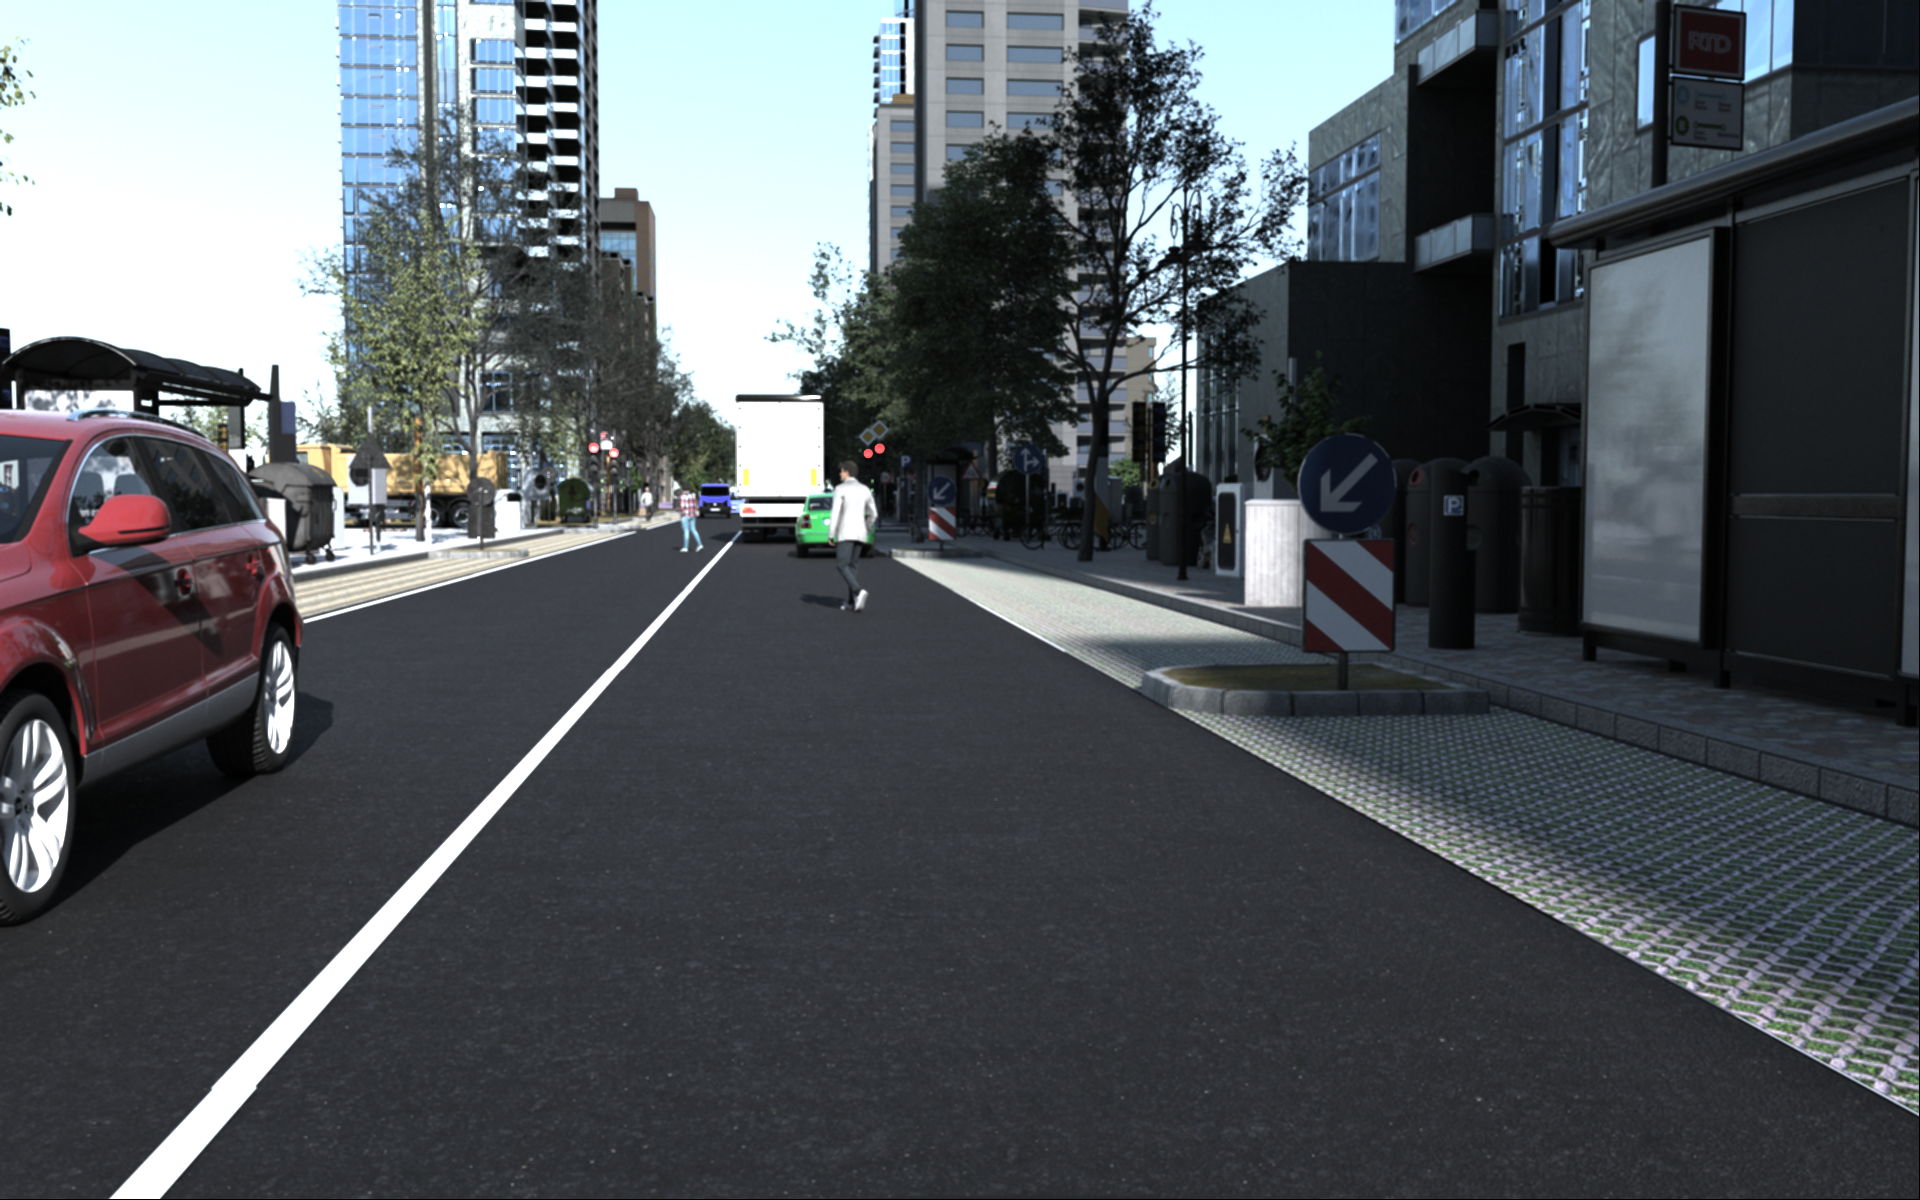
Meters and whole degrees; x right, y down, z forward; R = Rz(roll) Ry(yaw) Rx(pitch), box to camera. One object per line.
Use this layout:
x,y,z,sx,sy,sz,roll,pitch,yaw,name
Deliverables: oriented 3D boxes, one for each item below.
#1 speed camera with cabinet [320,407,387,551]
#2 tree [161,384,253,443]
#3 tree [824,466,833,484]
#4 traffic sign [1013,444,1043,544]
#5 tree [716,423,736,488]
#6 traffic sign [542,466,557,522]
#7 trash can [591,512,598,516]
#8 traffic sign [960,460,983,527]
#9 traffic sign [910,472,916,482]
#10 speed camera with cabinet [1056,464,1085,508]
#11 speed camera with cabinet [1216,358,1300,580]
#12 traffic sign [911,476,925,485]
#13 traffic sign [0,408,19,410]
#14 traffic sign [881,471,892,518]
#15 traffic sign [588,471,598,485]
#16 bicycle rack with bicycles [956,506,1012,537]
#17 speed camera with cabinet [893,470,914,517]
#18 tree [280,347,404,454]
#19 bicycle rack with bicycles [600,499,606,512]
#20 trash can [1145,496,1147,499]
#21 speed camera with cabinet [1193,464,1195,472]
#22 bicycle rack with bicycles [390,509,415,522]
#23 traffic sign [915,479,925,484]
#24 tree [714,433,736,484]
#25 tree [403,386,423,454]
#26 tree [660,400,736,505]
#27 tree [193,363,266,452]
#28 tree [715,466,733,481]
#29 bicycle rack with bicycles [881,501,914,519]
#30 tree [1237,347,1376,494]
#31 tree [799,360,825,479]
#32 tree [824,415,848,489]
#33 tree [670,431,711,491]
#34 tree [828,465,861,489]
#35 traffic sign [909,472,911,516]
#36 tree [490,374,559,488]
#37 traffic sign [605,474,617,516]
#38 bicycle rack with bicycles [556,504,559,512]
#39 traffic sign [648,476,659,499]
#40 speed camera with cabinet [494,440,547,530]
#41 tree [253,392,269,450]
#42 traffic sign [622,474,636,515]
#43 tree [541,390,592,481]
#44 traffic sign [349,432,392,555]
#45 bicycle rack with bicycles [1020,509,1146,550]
-14.055,-2.744,39.206,2.038,3.252,0.660,1,4,11,speed camera with cabinet
-45.907,-9.407,104.161,4.360,8.622,3.978,0,3,0,tree
-24.131,-22.777,290.526,7.486,12.596,7.792,0,3,0,tree
1.749,-2.718,44.550,0.768,2.556,0.104,0,4,3,traffic sign
-41.240,-24.379,305.258,9.857,13.997,8.962,0,3,0,tree
-18.852,-4.852,79.437,0.768,2.556,0.104,0,4,2,traffic sign
-21.567,-5.508,101.703,0.748,1.137,0.748,0,3,0,trash can
0.424,-4.011,65.579,0.884,2.594,0.081,0,4,3,traffic sign
-2.530,-6.132,100.357,0.768,2.556,0.104,0,4,-1,traffic sign
7.157,-7.307,113.809,2.038,3.252,0.660,-1,4,-15,speed camera with cabinet
4.478,-1.929,25.871,0.660,3.252,2.038,-1,4,-15,speed camera with cabinet
-2.439,-6.096,99.669,0.884,2.594,0.081,0,4,-1,traffic sign
-11.498,-1.133,20.648,0.606,2.300,0.079,0,4,-6,traffic sign
-4.012,-5.646,92.414,0.768,2.556,0.104,0,4,2,traffic sign
-20.005,-5.798,94.909,0.768,2.556,0.104,0,4,0,traffic sign
1.084,-2.434,53.182,2.925,0.926,2.852,0,4,-5,bicycle rack with bicycles
-3.284,-6.324,97.740,0.660,3.252,2.038,-1,4,-14,speed camera with cabinet
-30.794,-8.271,85.588,4.360,8.622,3.978,0,3,0,tree
-24.328,-6.621,121.637,2.852,0.926,2.925,0,4,-5,bicycle rack with bicycles
12.948,-6.503,117.983,0.748,1.137,0.748,0,3,0,trash can
16.052,-7.362,114.701,0.660,3.252,2.038,-2,4,-30,speed camera with cabinet
-25.613,-4.167,81.505,2.852,0.926,2.925,3,4,36,bicycle rack with bicycles
-2.160,-5.951,97.397,0.768,2.556,0.104,0,4,-1,traffic sign
-40.700,-22.323,290.727,9.928,11.665,9.643,0,3,0,tree
-30.912,-8.773,93.806,4.360,8.622,3.978,0,3,0,tree
-31.627,-17.815,208.289,9.611,12.733,9.660,0,3,0,tree
-41.486,-9.025,97.928,4.737,8.622,4.395,0,3,0,tree
-37.492,-19.908,259.904,7.601,10.594,8.767,2,4,28,tree
-2.596,-4.664,89.637,2.852,0.926,2.925,-2,4,-31,bicycle rack with bicycles
4.735,-1.733,22.935,1.663,3.219,1.824,0,3,0,tree
-9.847,-15.148,154.317,9.857,13.997,8.962,0,3,0,tree
-15.833,-17.147,206.107,9.928,11.665,9.643,0,3,0,tree
-28.184,-14.046,180.007,4.737,8.622,4.395,0,3,0,tree
-11.278,-11.392,169.978,4.285,4.588,4.351,0,3,0,tree
-2.912,-6.215,101.617,0.884,2.594,0.081,0,4,-2,traffic sign
-24.351,-9.023,97.882,4.360,8.622,3.978,0,3,0,tree
-20.091,-6.102,99.866,0.768,2.556,0.104,0,4,2,traffic sign
-29.317,-6.567,120.746,2.925,0.926,2.852,0,4,6,bicycle rack with bicycles
-21.640,-7.479,122.394,0.768,2.556,0.104,0,4,2,traffic sign
-15.908,-4.182,62.719,0.660,3.252,2.038,2,4,34,speed camera with cabinet
-48.902,-10.649,124.473,4.360,8.622,3.978,0,3,0,tree
-20.261,-6.492,106.148,0.884,2.594,0.081,0,4,-5,traffic sign
-26.493,-10.123,115.878,4.737,8.622,4.395,0,3,0,tree
-12.341,-2.218,36.260,0.884,2.594,0.081,0,4,-3,traffic sign
3.158,-1.664,40.591,2.925,0.926,2.852,1,4,23,bicycle rack with bicycles
